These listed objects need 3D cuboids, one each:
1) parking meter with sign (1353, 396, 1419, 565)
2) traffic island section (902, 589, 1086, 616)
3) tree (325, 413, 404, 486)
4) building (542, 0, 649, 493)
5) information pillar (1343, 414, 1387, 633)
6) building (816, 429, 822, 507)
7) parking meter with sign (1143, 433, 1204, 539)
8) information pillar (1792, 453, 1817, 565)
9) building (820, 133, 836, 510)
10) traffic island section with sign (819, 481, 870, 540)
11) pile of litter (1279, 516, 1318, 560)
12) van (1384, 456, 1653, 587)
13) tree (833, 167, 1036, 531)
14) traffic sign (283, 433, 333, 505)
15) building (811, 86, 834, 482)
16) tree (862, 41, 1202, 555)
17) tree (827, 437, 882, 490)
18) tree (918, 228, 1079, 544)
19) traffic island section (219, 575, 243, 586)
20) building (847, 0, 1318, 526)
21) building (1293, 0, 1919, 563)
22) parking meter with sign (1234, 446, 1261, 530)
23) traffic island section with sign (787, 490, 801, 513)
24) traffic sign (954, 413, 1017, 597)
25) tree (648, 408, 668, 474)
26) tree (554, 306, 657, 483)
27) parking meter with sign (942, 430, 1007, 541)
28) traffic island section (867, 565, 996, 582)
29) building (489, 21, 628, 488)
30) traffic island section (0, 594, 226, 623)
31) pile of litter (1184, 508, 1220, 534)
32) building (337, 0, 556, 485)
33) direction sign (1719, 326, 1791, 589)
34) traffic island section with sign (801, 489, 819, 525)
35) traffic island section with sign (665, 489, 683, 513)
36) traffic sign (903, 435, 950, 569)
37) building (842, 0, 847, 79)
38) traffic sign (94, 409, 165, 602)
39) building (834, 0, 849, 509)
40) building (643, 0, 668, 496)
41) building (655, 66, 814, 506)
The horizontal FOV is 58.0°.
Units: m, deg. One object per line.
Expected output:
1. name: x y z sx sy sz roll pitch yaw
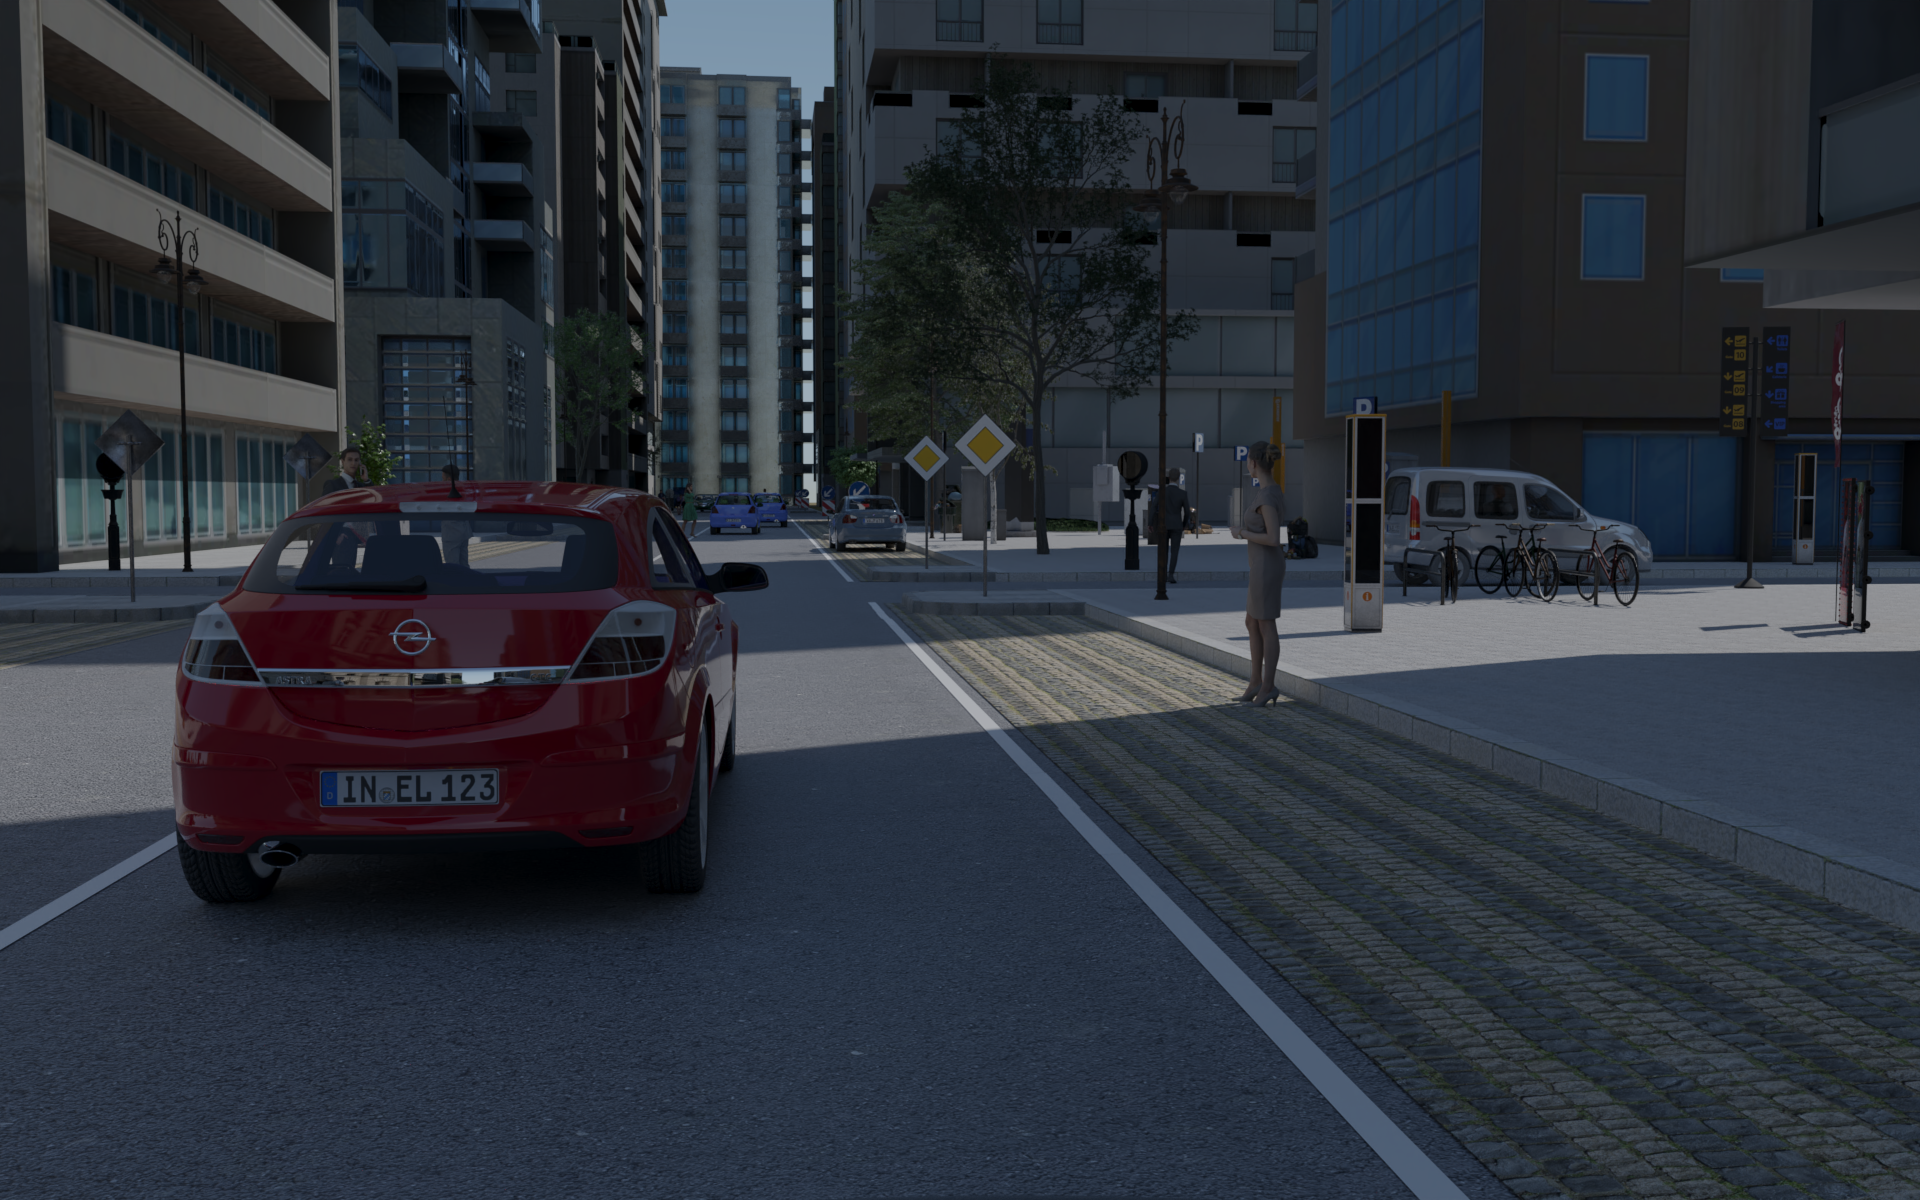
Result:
1. parking meter with sign: 7.982 -2.158 31.547 1.738 3.016 0.543 -2 4 -30
2. traffic island section: 0.335 0.035 21.702 2.009 0.180 2.903 0 4 -6
3. tree: -14.264 -2.878 41.655 1.663 3.219 1.824 0 3 0
4. building: -34.526 -30.758 126.593 21.300 48.544 21.600 0 4 -6
5. information pillar: 3.759 -0.710 16.099 0.304 2.012 0.304 0 4 -1
6. building: -2.215 -52.081 164.197 22.319 86.520 31.000 0 4 -6
7. parking meter with sign: 6.113 -3.289 50.031 1.738 3.016 0.543 2 4 33
8. information pillar: 15.250 -1.639 31.284 0.304 2.012 0.304 1 4 12
9. building: -4.461 -22.667 142.305 14.160 30.474 14.107 0 4 -6
10. traffic island section with sign: -3.306 -2.800 54.405 1.989 1.847 2.006 0 4 -6
11. pile of litter: 6.456 -1.249 34.380 1.719 0.858 1.176 -3 4 -38
12. van: 8.631 -1.219 26.945 4.112 2.044 2.013 0 4 -6
13. tree: -1.125 -8.727 60.811 7.486 12.596 7.792 0 3 0
14. traffic sign: -10.706 -1.518 28.454 0.795 2.450 0.064 0 4 -6
15. building: -9.293 -33.290 194.394 14.200 45.320 14.600 0 4 -6
16. tree: 1.427 -6.246 36.531 7.601 10.594 8.767 0 4 -8
17. tree: -6.033 -7.117 100.077 4.285 4.588 4.351 0 3 0
18. tree: 0.893 -5.727 43.993 4.360 8.622 3.978 0 3 0
19. traffic island section: -10.729 -0.381 28.513 2.009 0.180 2.903 0 4 -6
20. building: 8.677 -30.118 81.668 28.713 52.752 27.495 0 4 -6
21. building: 16.473 -23.722 37.962 14.200 45.320 14.600 0 4 -6
22. parking meter with sign: 10.375 -4.004 61.730 0.543 3.016 1.738 -1 4 -16
23. traffic island section with sign: -11.822 -7.470 130.769 1.989 1.847 2.006 0 4 -6
24. traffic sign: 0.312 -1.100 21.622 0.795 2.450 0.064 0 4 -6
25. tree: -26.484 -11.817 143.562 4.360 8.622 3.978 0 3 0
26. tree: -20.773 -10.342 94.849 9.928 11.665 9.643 0 3 0
27. parking meter with sign: 0.399 -3.148 47.725 1.738 3.016 0.543 0 4 -3
28. traffic island section: -0.550 -0.450 29.638 2.009 0.180 2.903 0 4 -6
29. building: -28.846 -20.658 109.468 14.160 30.474 14.107 0 4 -6
30. traffic island section: -9.845 0.104 20.577 2.009 0.180 2.903 0 4 -6
31. pile of litter: 7.601 -2.546 55.587 1.719 0.858 1.176 -1 4 -16
32. building: -27.885 -46.256 68.954 22.319 86.520 31.000 0 4 -6
33. direction sign: 10.763 -1.928 23.515 0.876 3.537 0.379 0 4 7
34. traffic island section with sign: -6.318 -4.451 81.401 1.989 1.847 2.006 0 4 -6
35. traffic island section with sign: -21.670 -7.404 129.686 1.989 1.847 2.006 0 4 -6
36. traffic sign: -0.572 -1.585 29.558 0.795 2.450 0.064 0 4 -6
37. building: -0.400 -28.298 112.786 14.600 45.320 14.200 0 4 -6
38. traffic sign: -9.822 -1.032 20.518 0.795 2.450 0.064 0 4 -6
39. building: -2.282 -27.171 127.841 14.154 41.232 14.086 0 4 -6
40. building: -41.741 -34.997 161.438 27.495 52.752 28.713 0 4 -6
41. building: -32.162 -35.313 196.975 30.456 49.044 23.786 0 4 -6
